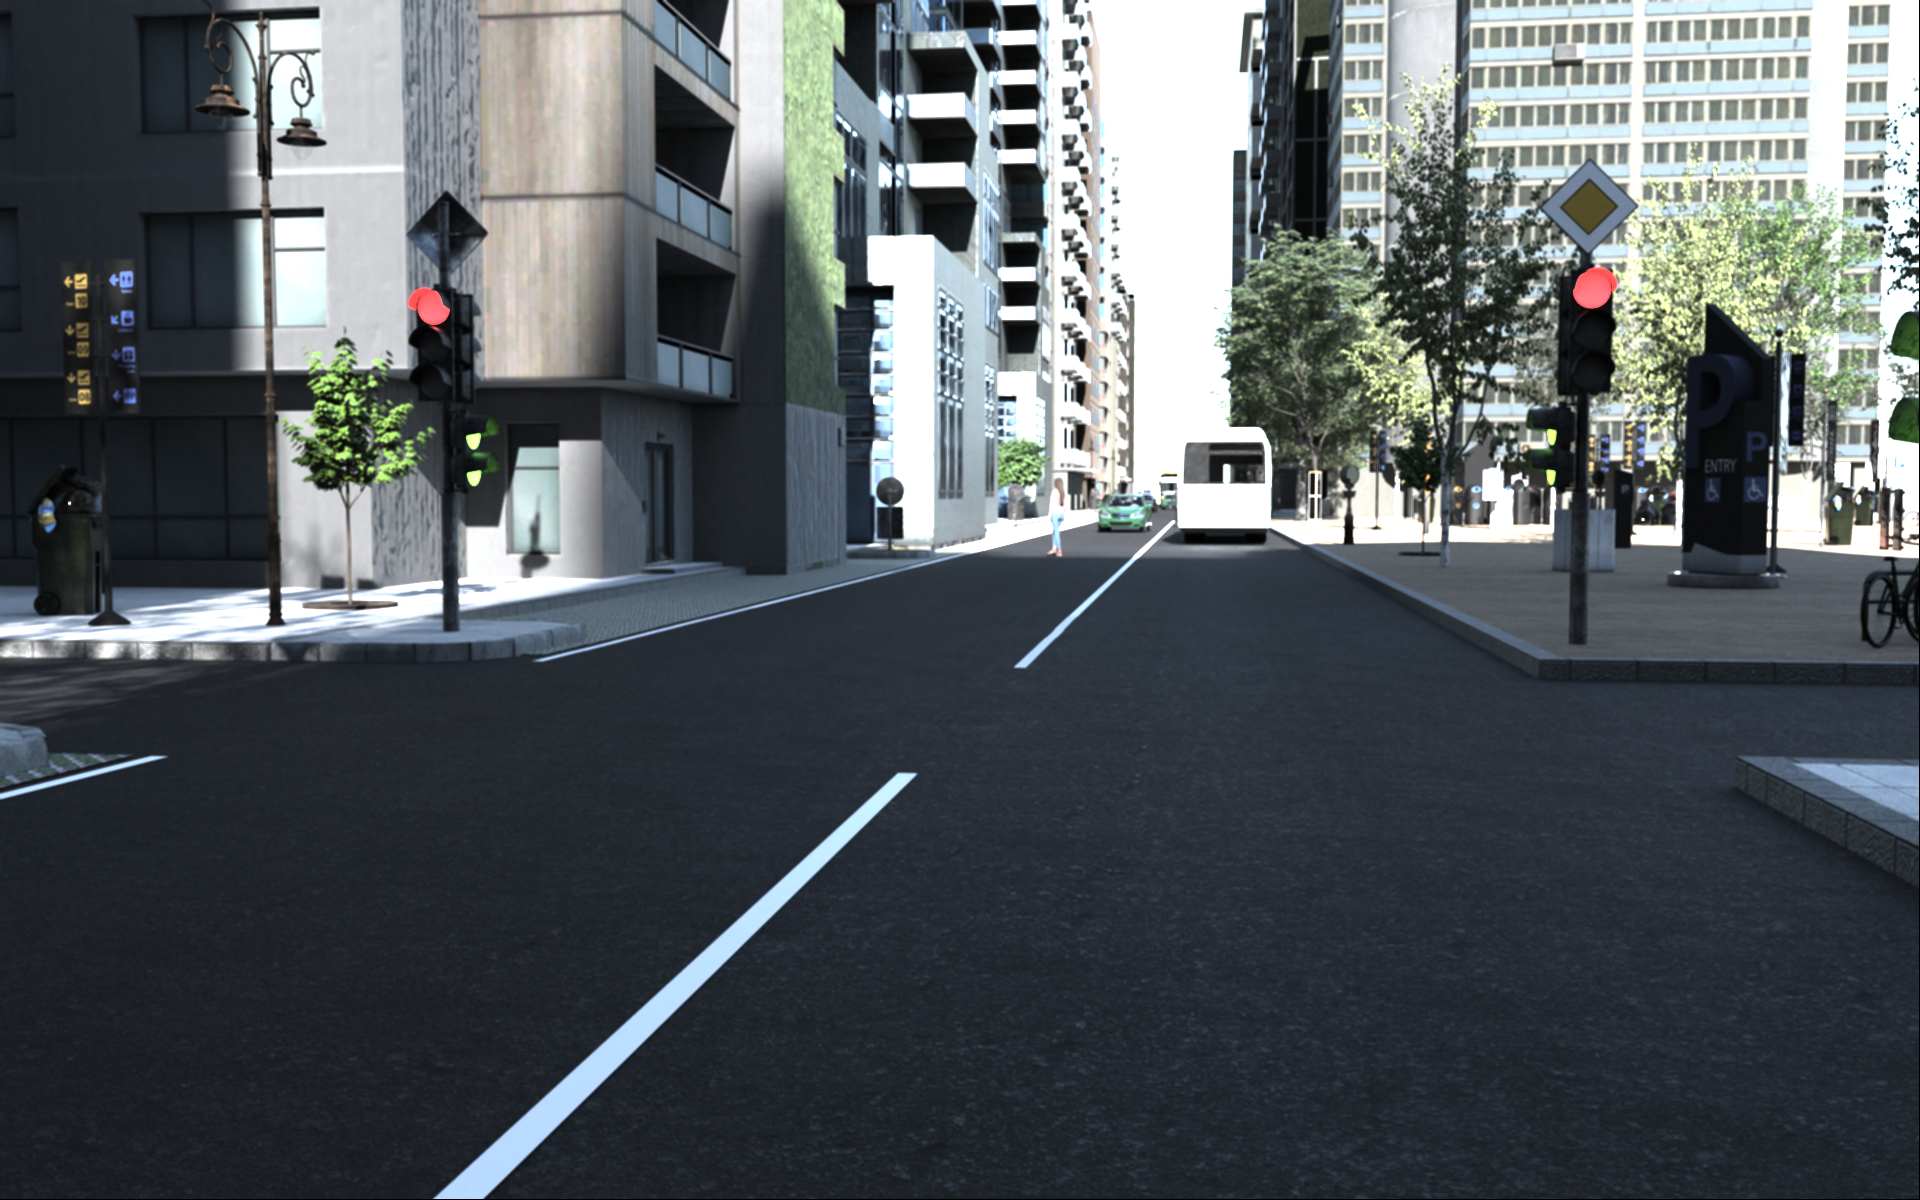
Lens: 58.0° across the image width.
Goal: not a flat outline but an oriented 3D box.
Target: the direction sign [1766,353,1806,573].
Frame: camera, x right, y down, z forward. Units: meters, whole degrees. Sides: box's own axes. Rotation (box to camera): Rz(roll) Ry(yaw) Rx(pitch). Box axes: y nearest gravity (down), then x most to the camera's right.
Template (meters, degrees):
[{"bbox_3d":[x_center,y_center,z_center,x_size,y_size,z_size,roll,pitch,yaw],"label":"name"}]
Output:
[{"bbox_3d":[13.365,-2.222,28.327,0.379,3.537,0.876,-2,4,-31],"label":"direction sign"}]

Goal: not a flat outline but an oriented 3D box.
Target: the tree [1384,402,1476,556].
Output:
[{"bbox_3d":[9.692,-2.562,36.487,1.663,3.219,1.824,0,3,0],"label":"tree"}]

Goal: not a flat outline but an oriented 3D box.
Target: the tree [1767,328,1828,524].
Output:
[{"bbox_3d":[35.766,-7.504,73.056,4.360,8.622,3.978,0,3,0],"label":"tree"}]

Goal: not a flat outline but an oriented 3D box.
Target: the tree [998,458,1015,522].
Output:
[{"bbox_3d":[1.446,-5.293,81.142,1.663,3.219,1.824,0,3,0],"label":"tree"}]

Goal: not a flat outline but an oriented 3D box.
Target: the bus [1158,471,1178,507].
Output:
[{"bbox_3d":[22.955,-12.029,188.224,2.896,3.916,12.252,0,4,6],"label":"bus"}]

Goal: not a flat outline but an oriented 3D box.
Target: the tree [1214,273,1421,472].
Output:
[{"bbox_3d":[14.996,-8.439,72.391,8.767,10.594,7.601,0,4,3],"label":"tree"}]

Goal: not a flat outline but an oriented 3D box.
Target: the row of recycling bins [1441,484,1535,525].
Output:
[{"bbox_3d":[21.652,-3.935,71.448,3.534,1.692,1.069,0,4,6],"label":"row of recycling bins"}]

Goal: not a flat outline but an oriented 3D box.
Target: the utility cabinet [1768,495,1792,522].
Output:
[{"bbox_3d":[37.434,-4.172,79.380,0.306,1.237,1.020,-3,4,-36],"label":"utility cabinet"}]

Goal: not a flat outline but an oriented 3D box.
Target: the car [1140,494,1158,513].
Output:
[{"bbox_3d":[14.564,-7.706,135.781,2.009,1.686,4.222,1,4,10],"label":"car"}]

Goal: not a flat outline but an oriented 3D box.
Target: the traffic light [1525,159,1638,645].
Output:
[{"bbox_3d":[5.271,-1.577,14.710,0.839,4.253,0.868,0,4,8],"label":"traffic light"}]

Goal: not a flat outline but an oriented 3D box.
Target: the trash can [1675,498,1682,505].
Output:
[{"bbox_3d":[26.625,-3.178,63.613,0.748,1.137,0.748,0,3,0],"label":"trash can"}]

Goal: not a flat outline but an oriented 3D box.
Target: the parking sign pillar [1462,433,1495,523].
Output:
[{"bbox_3d":[23.020,-5.410,76.925,1.447,3.967,1.447,0,4,5],"label":"parking sign pillar"}]

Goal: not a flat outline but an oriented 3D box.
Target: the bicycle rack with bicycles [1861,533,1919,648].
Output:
[{"bbox_3d":[8.818,-0.075,14.616,2.925,0.926,2.852,-1,4,-17],"label":"bicycle rack with bicycles"}]

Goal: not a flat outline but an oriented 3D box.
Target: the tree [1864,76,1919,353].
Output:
[{"bbox_3d":[16.780,-4.774,28.418,4.737,8.622,4.395,0,3,0],"label":"tree"}]

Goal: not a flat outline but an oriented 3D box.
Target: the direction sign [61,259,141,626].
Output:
[{"bbox_3d":[-8.355,-1.523,16.903,0.876,3.537,0.379,1,4,16],"label":"direction sign"}]

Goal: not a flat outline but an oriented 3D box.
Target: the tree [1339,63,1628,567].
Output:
[{"bbox_3d":[8.523,-4.865,29.912,4.737,8.622,4.395,0,3,0],"label":"tree"}]

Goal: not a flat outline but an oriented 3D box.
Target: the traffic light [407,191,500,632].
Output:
[{"bbox_3d":[-4.745,-1.662,16.093,0.839,4.253,0.868,0,4,8],"label":"traffic light"}]

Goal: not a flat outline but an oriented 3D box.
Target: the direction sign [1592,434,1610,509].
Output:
[{"bbox_3d":[24.247,-4.522,65.939,0.876,3.537,0.379,1,4,22],"label":"direction sign"}]

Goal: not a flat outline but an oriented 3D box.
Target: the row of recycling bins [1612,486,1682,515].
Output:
[{"bbox_3d":[34.056,-4.822,85.952,3.534,1.692,1.069,-1,4,-9],"label":"row of recycling bins"}]

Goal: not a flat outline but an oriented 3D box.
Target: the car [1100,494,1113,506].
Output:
[{"bbox_3d":[11.522,-7.410,130.941,2.009,1.686,4.222,0,4,6],"label":"car"}]

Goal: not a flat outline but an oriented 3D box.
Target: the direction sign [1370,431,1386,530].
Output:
[{"bbox_3d":[14.960,-4.287,62.093,0.876,3.537,0.379,-3,5,-40],"label":"direction sign"}]

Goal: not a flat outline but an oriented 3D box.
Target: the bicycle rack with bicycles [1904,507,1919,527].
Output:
[{"bbox_3d":[38.701,-3.317,67.610,2.925,0.926,2.852,3,4,38],"label":"bicycle rack with bicycles"}]

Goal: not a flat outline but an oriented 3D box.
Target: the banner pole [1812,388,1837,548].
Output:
[{"bbox_3d":[20.437,-3.105,40.788,0.401,3.779,0.863,0,4,3],"label":"banner pole"}]

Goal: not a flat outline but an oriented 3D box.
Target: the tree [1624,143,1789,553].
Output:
[{"bbox_3d":[15.971,-5.322,37.378,4.737,8.622,4.395,0,3,0],"label":"tree"}]

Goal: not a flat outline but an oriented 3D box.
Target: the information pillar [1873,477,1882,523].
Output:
[{"bbox_3d":[40.095,-4.356,75.706,0.304,2.012,0.304,2,4,32],"label":"information pillar"}]

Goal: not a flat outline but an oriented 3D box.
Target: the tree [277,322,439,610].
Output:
[{"bbox_3d":[-6.968,-1.518,19.427,1.663,3.219,1.824,0,3,0],"label":"tree"}]

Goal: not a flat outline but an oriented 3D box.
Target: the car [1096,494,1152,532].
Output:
[{"bbox_3d":[6.344,-3.343,66.460,2.131,1.459,4.920,1,4,10],"label":"car"}]

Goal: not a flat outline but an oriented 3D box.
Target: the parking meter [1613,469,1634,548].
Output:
[{"bbox_3d":[15.720,-2.162,41.053,0.399,1.863,0.255,0,4,-1],"label":"parking meter"}]

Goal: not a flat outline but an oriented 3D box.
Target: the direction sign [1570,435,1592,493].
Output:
[{"bbox_3d":[22.005,-4.282,62.000,0.379,3.537,0.876,-2,4,-34],"label":"direction sign"}]

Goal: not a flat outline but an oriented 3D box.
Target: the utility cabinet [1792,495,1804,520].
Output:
[{"bbox_3d":[41.050,-4.507,84.857,1.020,1.237,0.306,-3,4,-38],"label":"utility cabinet"}]

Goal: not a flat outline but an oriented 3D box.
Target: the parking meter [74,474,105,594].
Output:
[{"bbox_3d":[-11.200,-0.846,22.249,0.372,1.533,0.369,0,3,0],"label":"parking meter"}]

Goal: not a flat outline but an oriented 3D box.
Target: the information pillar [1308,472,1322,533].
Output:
[{"bbox_3d":[11.612,-3.191,56.672,0.304,2.012,0.304,3,5,44],"label":"information pillar"}]

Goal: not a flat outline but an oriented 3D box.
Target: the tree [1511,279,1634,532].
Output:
[{"bbox_3d":[20.311,-6.623,58.645,4.360,8.622,3.978,0,3,0],"label":"tree"}]

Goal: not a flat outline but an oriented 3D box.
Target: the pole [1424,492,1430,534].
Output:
[{"bbox_3d":[14.878,-3.752,55.190,0.158,3.312,0.155,0,3,0],"label":"pole"}]

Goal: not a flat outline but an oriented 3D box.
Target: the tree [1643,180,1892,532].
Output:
[{"bbox_3d":[27.263,-8.139,58.821,9.928,11.665,9.643,0,3,0],"label":"tree"}]

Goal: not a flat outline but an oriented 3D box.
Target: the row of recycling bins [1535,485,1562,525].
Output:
[{"bbox_3d":[23.826,-4.072,73.688,3.534,1.692,1.069,2,4,34],"label":"row of recycling bins"}]

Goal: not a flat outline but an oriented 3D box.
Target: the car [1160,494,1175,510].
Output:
[{"bbox_3d":[19.745,-9.145,161.314,2.131,1.459,4.920,1,4,10],"label":"car"}]

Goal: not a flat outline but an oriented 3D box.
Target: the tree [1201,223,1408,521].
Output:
[{"bbox_3d":[16.432,-10.753,82.465,9.857,13.997,8.962,0,3,0],"label":"tree"}]

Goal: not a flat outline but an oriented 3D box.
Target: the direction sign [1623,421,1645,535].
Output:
[{"bbox_3d":[20.942,-3.784,53.862,0.876,3.537,0.379,-2,4,-27],"label":"direction sign"}]

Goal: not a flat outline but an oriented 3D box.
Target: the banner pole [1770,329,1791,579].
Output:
[{"bbox_3d":[12.563,-2.233,26.525,0.401,3.779,0.863,3,5,41],"label":"banner pole"}]

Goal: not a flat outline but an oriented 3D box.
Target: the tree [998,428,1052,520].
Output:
[{"bbox_3d":[2.965,-6.300,86.715,4.285,4.588,4.351,0,3,0],"label":"tree"}]

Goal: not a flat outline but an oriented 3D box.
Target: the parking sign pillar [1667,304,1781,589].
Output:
[{"bbox_3d":[10.609,-2.171,23.967,1.447,3.967,1.447,-1,4,-11],"label":"parking sign pillar"}]

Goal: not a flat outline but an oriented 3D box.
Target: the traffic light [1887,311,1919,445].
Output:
[{"bbox_3d":[4.162,-1.094,6.802,0.839,4.253,0.868,0,4,8],"label":"traffic light"}]

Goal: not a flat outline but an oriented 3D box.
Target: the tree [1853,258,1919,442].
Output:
[{"bbox_3d":[28.686,-6.160,51.086,4.360,8.622,3.978,0,3,0],"label":"tree"}]

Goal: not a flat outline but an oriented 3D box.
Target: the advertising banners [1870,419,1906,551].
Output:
[{"bbox_3d":[21.339,-2.673,39.891,0.090,3.025,2.074,0,4,8],"label":"advertising banners"}]
